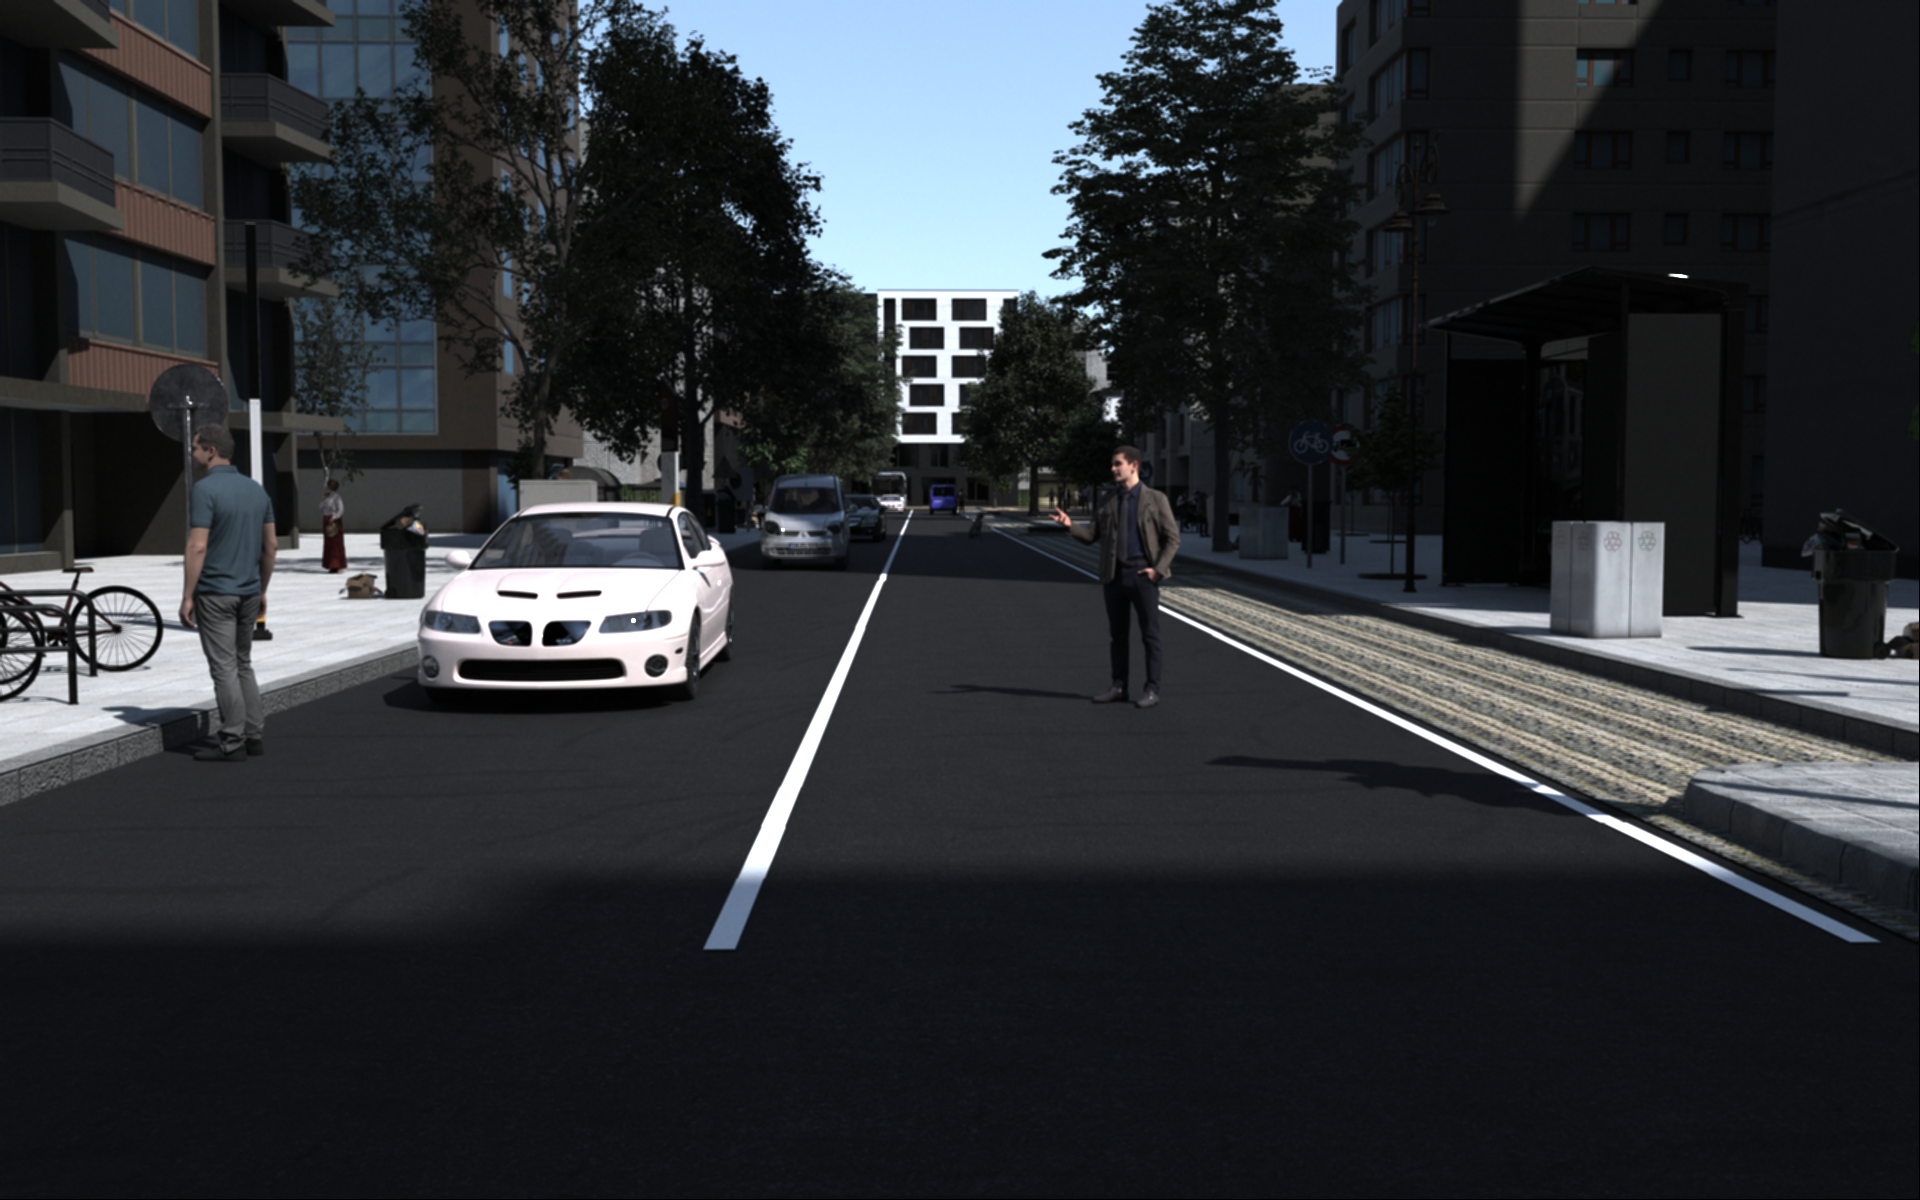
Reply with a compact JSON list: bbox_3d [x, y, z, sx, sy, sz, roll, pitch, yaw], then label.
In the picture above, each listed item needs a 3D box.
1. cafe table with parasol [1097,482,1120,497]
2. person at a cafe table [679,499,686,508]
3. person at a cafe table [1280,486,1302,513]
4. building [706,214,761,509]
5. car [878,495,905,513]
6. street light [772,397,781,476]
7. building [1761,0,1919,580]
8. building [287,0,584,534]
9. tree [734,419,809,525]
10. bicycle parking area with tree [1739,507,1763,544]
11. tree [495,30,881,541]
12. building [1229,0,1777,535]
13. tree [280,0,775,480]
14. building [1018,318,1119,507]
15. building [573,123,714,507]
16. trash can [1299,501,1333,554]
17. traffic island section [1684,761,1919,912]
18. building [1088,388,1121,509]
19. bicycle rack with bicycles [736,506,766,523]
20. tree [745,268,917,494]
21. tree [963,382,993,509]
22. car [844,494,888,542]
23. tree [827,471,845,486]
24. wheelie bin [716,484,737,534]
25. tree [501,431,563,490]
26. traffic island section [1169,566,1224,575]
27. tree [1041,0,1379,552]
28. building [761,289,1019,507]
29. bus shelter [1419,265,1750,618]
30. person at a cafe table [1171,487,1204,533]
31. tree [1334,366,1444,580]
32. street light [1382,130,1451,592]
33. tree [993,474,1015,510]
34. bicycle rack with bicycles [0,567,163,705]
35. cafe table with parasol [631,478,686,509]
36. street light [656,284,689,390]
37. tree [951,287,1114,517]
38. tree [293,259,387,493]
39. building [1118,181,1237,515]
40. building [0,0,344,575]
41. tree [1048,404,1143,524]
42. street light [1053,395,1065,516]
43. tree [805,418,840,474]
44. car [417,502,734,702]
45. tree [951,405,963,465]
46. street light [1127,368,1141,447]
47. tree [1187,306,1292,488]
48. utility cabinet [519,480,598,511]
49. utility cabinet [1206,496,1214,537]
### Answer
[{"bbox_3d":[7.282,-4.581,79.770,2.610,1.966,2.610,-1,4,-10],"label":"cafe table with parasol"},{"bbox_3d":[-11.741,-3.871,74.151,1.726,1.238,1.698,1,4,14],"label":"person at a cafe table"},{"bbox_3d":[9.831,-2.696,52.596,1.698,1.524,1.622,-3,4,-38],"label":"person at a cafe table"},{"bbox_3d":[-33.540,-17.849,135.798,32.646,21.610,27.936,0,4,-1],"label":"building"},{"bbox_3d":[-5.190,-7.165,129.513,2.083,1.381,4.827,0,4,-3],"label":"car"},{"bbox_3d":[-6.808,-5.672,65.526,0.468,5.910,1.993,0,4,-1],"label":"street light"},{"bbox_3d":[24.748,-24.544,25.003,21.600,48.544,21.300,0,4,-1],"label":"building"},{"bbox_3d":[-21.794,-25.123,60.870,14.600,45.320,14.200,0,4,-1],"label":"building"},{"bbox_3d":[-7.687,-5.353,71.233,4.285,4.588,4.351,0,3,0],"label":"tree"},{"bbox_3d":[24.089,-3.593,45.740,8.231,4.147,9.016,1,4,14],"label":"bicycle parking area with tree"},{"bbox_3d":[-6.781,-7.720,43.226,9.611,12.733,9.660,0,3,0],"label":"tree"},{"bbox_3d":[27.046,-13.647,68.160,27.650,21.520,28.899,0,4,-1],"label":"building"},{"bbox_3d":[-7.010,-5.719,27.915,8.767,10.594,7.601,0,4,2],"label":"tree"},{"bbox_3d":[21.426,-19.362,183.032,31.486,18.905,16.747,0,4,-1],"label":"building"},{"bbox_3d":[-24.162,-14.120,97.315,16.747,18.905,31.486,0,4,-1],"label":"building"},{"bbox_3d":[7.672,-1.571,37.337,0.748,1.137,0.748,0,3,0],"label":"trash can"},{"bbox_3d":[4.225,0.945,6.831,2.009,0.180,2.903,0,4,-1],"label":"traffic island section"},{"bbox_3d":[15.836,-11.909,136.864,9.099,9.664,28.070,0,4,-1],"label":"building"},{"bbox_3d":[-8.467,-3.871,76.670,2.925,0.926,2.852,0,4,-4],"label":"bicycle rack with bicycles"},{"bbox_3d":[-7.616,-11.647,97.081,9.857,13.997,8.962,0,3,0],"label":"tree"},{"bbox_3d":[5.198,-12.127,116.401,7.486,12.596,7.792,0,3,0],"label":"tree"},{"bbox_3d":[-3.251,-2.535,53.240,2.131,1.459,4.920,0,4,0],"label":"car"},{"bbox_3d":[-8.900,-7.715,120.749,1.663,3.219,1.824,0,3,0],"label":"tree"},{"bbox_3d":[-7.603,-2.958,56.278,0.693,1.594,0.980,-1,4,-11],"label":"wheelie bin"},{"bbox_3d":[-13.047,-3.512,52.030,1.663,3.219,1.824,0,3,0],"label":"tree"},{"bbox_3d":[3.636,-0.527,31.488,1.991,0.108,1.994,0,4,-1],"label":"traffic island section"},{"bbox_3d":[5.398,-7.344,38.207,7.486,12.596,7.792,0,3,0],"label":"tree"},{"bbox_3d":[-10.741,-20.973,186.884,32.646,21.610,27.936,0,4,-1],"label":"building"},{"bbox_3d":[7.266,-1.816,20.967,1.731,3.624,6.357,0,4,-1],"label":"bus shelter"},{"bbox_3d":[7.834,-3.042,58.245,1.698,1.524,1.622,-3,5,-40],"label":"person at a cafe table"},{"bbox_3d":[6.562,-1.948,26.455,1.663,3.219,1.824,0,3,0],"label":"tree"},{"bbox_3d":[5.895,-3.042,22.526,0.468,5.910,1.993,0,4,-1],"label":"street light"},{"bbox_3d":[3.574,-8.754,137.725,1.663,3.219,1.824,0,3,0],"label":"tree"},{"bbox_3d":[-6.760,0.142,11.067,2.925,0.926,2.852,-1,4,-22],"label":"bicycle rack with bicycles"},{"bbox_3d":[-11.277,-3.763,66.393,2.610,1.966,2.610,-1,4,-11],"label":"cafe table with parasol"},{"bbox_3d":[-6.016,-3.891,36.402,0.468,5.910,1.993,0,4,-1],"label":"street light"},{"bbox_3d":[4.242,-10.955,96.120,9.611,12.733,9.660,0,3,0],"label":"tree"},{"bbox_3d":[-18.451,-6.090,49.932,4.360,8.622,3.978,0,3,0],"label":"tree"},{"bbox_3d":[20.141,-14.699,106.793,16.747,18.905,31.486,0,4,-1],"label":"building"},{"bbox_3d":[-24.854,-22.992,30.548,22.147,44.769,28.867,0,4,-1],"label":"building"},{"bbox_3d":[5.017,-4.891,63.674,4.285,4.588,4.351,0,3,0],"label":"tree"},{"bbox_3d":[4.597,-6.605,80.780,0.468,5.910,1.993,0,4,-1],"label":"street light"},{"bbox_3d":[-9.127,-10.090,115.335,4.737,8.622,4.395,0,3,0],"label":"tree"},{"bbox_3d":[-2.823,-0.070,13.505,2.083,1.381,4.827,0,4,-2],"label":"car"},{"bbox_3d":[3.136,-14.347,152.706,7.486,12.596,7.792,0,3,0],"label":"tree"},{"bbox_3d":[5.163,-4.823,51.651,0.468,5.910,1.993,0,4,-1],"label":"street light"},{"bbox_3d":[10.167,-7.034,65.362,4.737,8.622,4.395,0,3,0],"label":"tree"},{"bbox_3d":[-6.268,-1.126,27.086,1.173,1.500,0.318,1,4,10],"label":"utility cabinet"},{"bbox_3d":[7.742,-2.534,52.597,0.306,1.237,1.020,0,4,-5],"label":"utility cabinet"}]
